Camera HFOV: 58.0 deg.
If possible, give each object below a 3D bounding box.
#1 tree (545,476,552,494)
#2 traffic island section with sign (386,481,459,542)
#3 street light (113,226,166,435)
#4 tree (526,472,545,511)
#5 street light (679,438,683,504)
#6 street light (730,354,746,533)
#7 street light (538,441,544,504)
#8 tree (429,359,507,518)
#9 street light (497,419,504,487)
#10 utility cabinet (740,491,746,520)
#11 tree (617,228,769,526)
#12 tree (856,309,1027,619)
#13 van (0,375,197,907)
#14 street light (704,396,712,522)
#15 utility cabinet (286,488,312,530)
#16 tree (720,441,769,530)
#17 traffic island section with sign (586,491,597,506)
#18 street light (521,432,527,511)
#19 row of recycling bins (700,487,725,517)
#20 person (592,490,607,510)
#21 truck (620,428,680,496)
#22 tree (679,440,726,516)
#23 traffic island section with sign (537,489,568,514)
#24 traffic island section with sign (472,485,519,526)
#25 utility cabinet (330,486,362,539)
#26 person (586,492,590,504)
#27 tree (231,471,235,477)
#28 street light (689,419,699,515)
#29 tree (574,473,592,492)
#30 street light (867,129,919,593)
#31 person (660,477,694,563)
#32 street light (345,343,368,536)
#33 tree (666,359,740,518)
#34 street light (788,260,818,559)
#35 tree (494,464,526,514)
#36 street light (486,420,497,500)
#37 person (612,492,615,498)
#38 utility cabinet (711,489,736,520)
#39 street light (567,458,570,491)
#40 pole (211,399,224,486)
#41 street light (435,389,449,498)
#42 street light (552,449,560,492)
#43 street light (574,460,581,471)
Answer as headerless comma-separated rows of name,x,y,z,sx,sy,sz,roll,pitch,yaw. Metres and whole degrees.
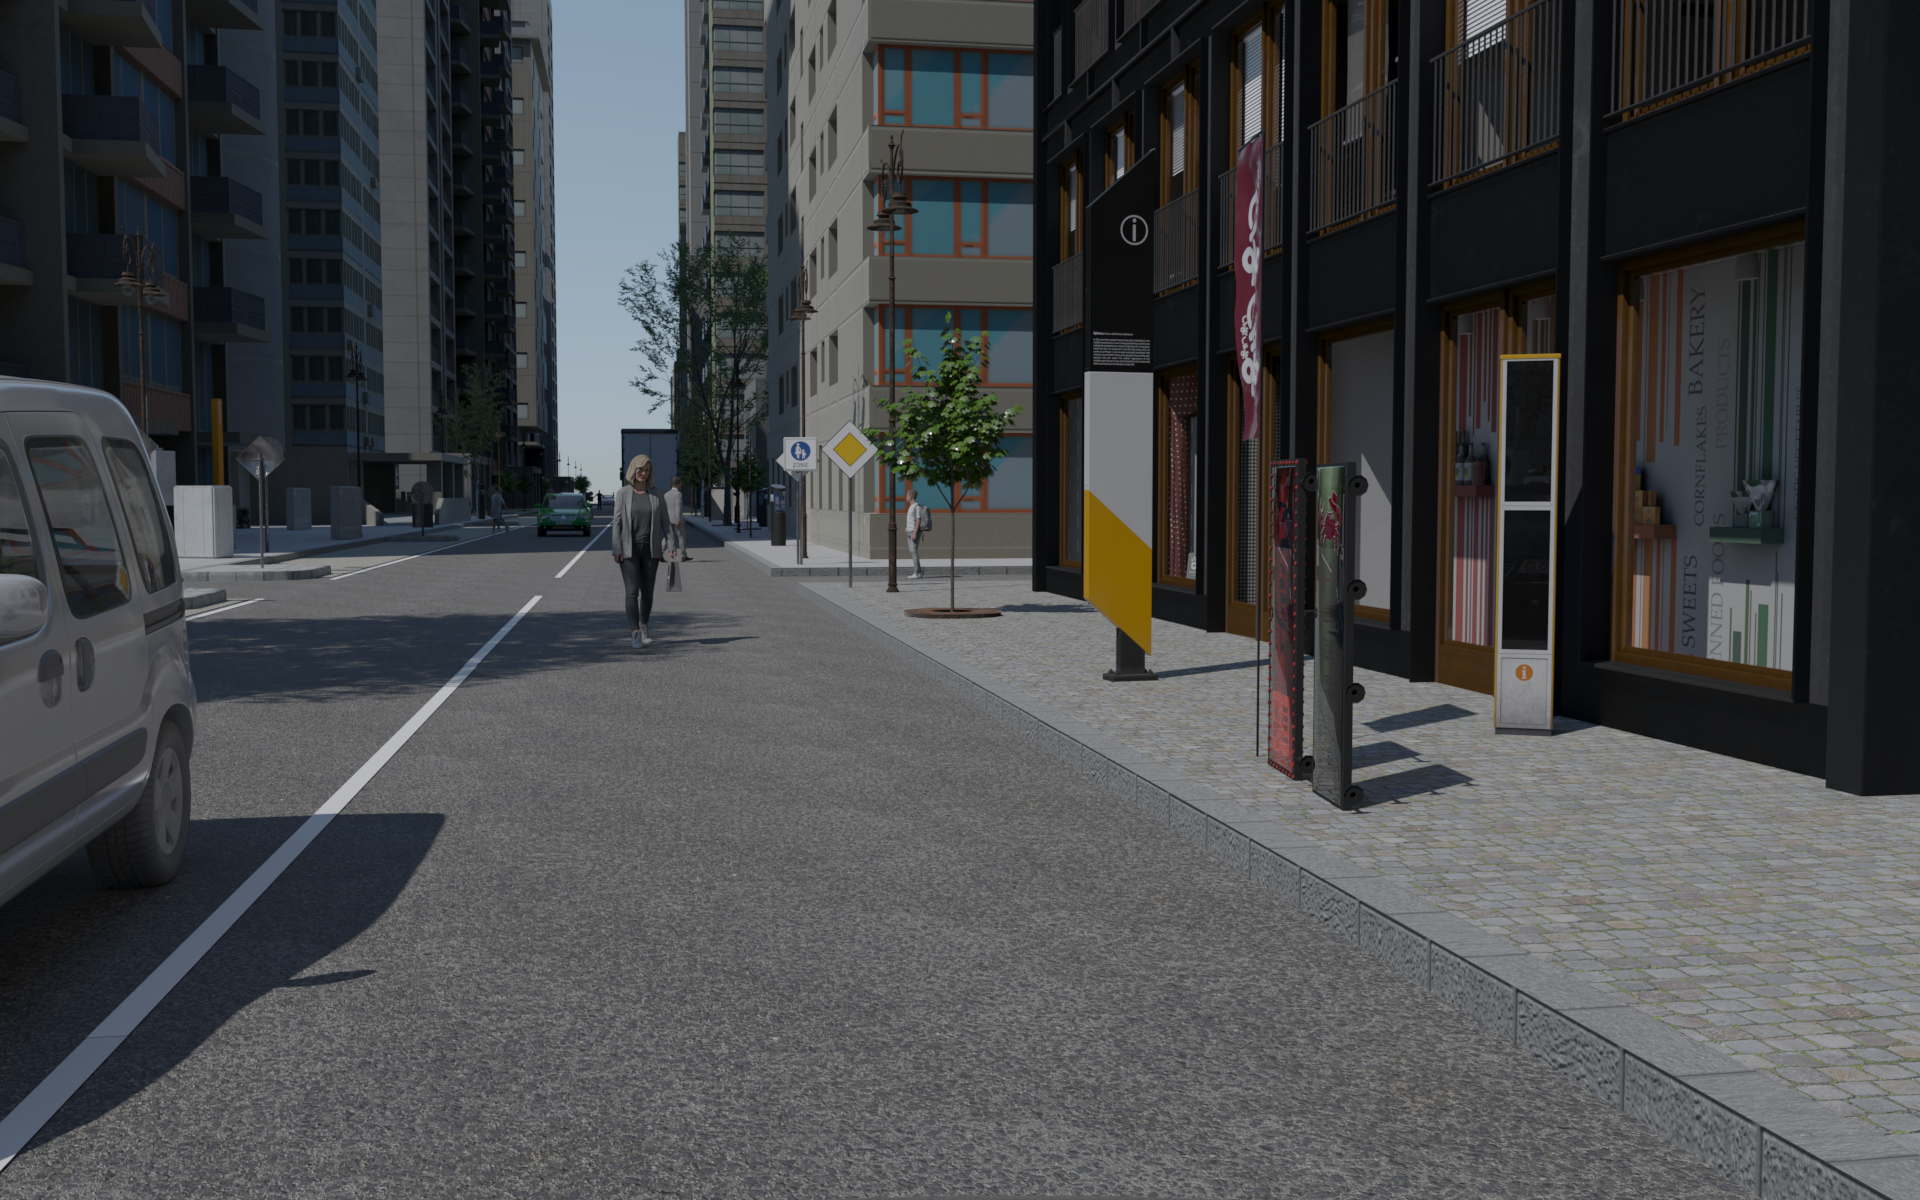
tree,-42.604,-11.217,178.000,1.663,3.219,1.824,0,3,0
traffic island section with sign,-16.254,-2.680,52.443,1.989,1.847,2.006,-1,4,-10
street light,-14.216,-3.509,30.153,0.468,5.910,1.993,-1,4,-10
tree,-32.981,-8.388,131.740,1.663,3.219,1.824,0,3,0
street light,-21.558,-9.877,134.282,0.468,5.910,1.993,-1,4,-10
street light,-7.334,-5.162,57.192,0.468,5.910,1.993,-1,4,-10
street light,-36.671,-10.953,151.865,0.468,5.910,1.993,-1,4,-10
tree,-26.428,-8.800,94.245,4.737,8.622,4.395,0,3,0
street light,-28.167,-8.143,105.927,0.468,5.910,1.993,-1,4,-10
utility cabinet,-11.170,-4.700,85.523,1.173,1.500,0.318,1,4,14
tree,-9.483,-8.779,69.298,9.928,11.665,9.643,0,3,0
tree,-0.078,-1.452,18.344,1.663,3.219,1.824,0,3,0
van,-3.460,0.130,4.888,2.013,2.044,4.112,-1,4,-11
street light,-11.612,-6.576,80.310,0.468,5.910,1.993,-1,4,-10
utility cabinet,-23.424,-3.224,61.386,0.318,1.500,1.173,1,4,8
tree,-7.537,-4.142,62.322,1.663,3.219,1.824,0,3,0
traffic island section with sign,-50.201,-13.907,235.999,1.989,1.847,2.006,-1,4,-10
street light,-32.471,-9.557,129.047,0.468,5.910,1.993,-1,4,-10
row of recycling bins,-13.602,-5.470,96.548,1.069,1.692,3.534,-2,4,-24
person,-33.237,-9.245,159.674,1.348,1.821,0.705,-1,4,-23
truck,-14.244,-5.544,79.563,2.839,4.237,11.283,-1,4,-10
tree,-15.018,-7.168,100.906,4.285,4.588,4.351,0,3,0
traffic island section with sign,-30.267,-7.313,128.195,1.989,1.847,2.006,-1,4,-10
traffic island section with sign,-21.157,-4.301,78.950,1.989,1.847,2.006,-1,4,-10
utility cabinet,-17.342,-2.464,48.965,0.318,1.500,1.173,1,4,11
person,-37.941,-10.182,176.446,0.593,1.643,0.415,-3,5,-43
tree,-26.325,-4.060,60.983,1.663,3.219,1.824,0,3,0
street light,-15.908,-8.035,104.162,0.468,5.910,1.993,-1,4,-10
tree,-57.001,-16.952,260.873,4.285,4.588,4.351,0,3,0
street light,-0.879,-3.038,22.456,0.468,5.910,1.993,-1,4,-10
person,-6.000,-1.685,36.327,0.678,1.792,0.850,3,5,43
street light,-18.405,-4.904,52.973,0.468,5.910,1.993,-1,4,-10
tree,-13.700,-8.657,91.907,4.737,8.622,4.395,0,3,0
street light,-3.106,-3.767,34.379,0.468,5.910,1.993,-1,4,-10
tree,-29.840,-7.280,113.635,1.663,3.219,1.824,0,3,0
street light,-26.931,-7.712,98.878,0.468,5.910,1.993,-1,4,-10
person,-51.410,-15.128,256.531,0.721,1.739,1.217,-2,4,-30
utility cabinet,-11.402,-4.554,83.144,1.173,1.500,0.318,3,4,37
street light,-47.588,-14.544,210.574,0.468,5.910,1.993,-1,4,-10
pole,-15.913,-2.650,37.167,0.158,3.312,0.155,0,3,0
street light,-22.702,-6.317,76.065,0.468,5.910,1.993,-1,4,-10
street light,-40.958,-12.365,174.952,0.468,5.910,1.993,-1,4,-10
street light,-51.757,-15.940,233.398,0.468,5.910,1.993,-1,4,-10
